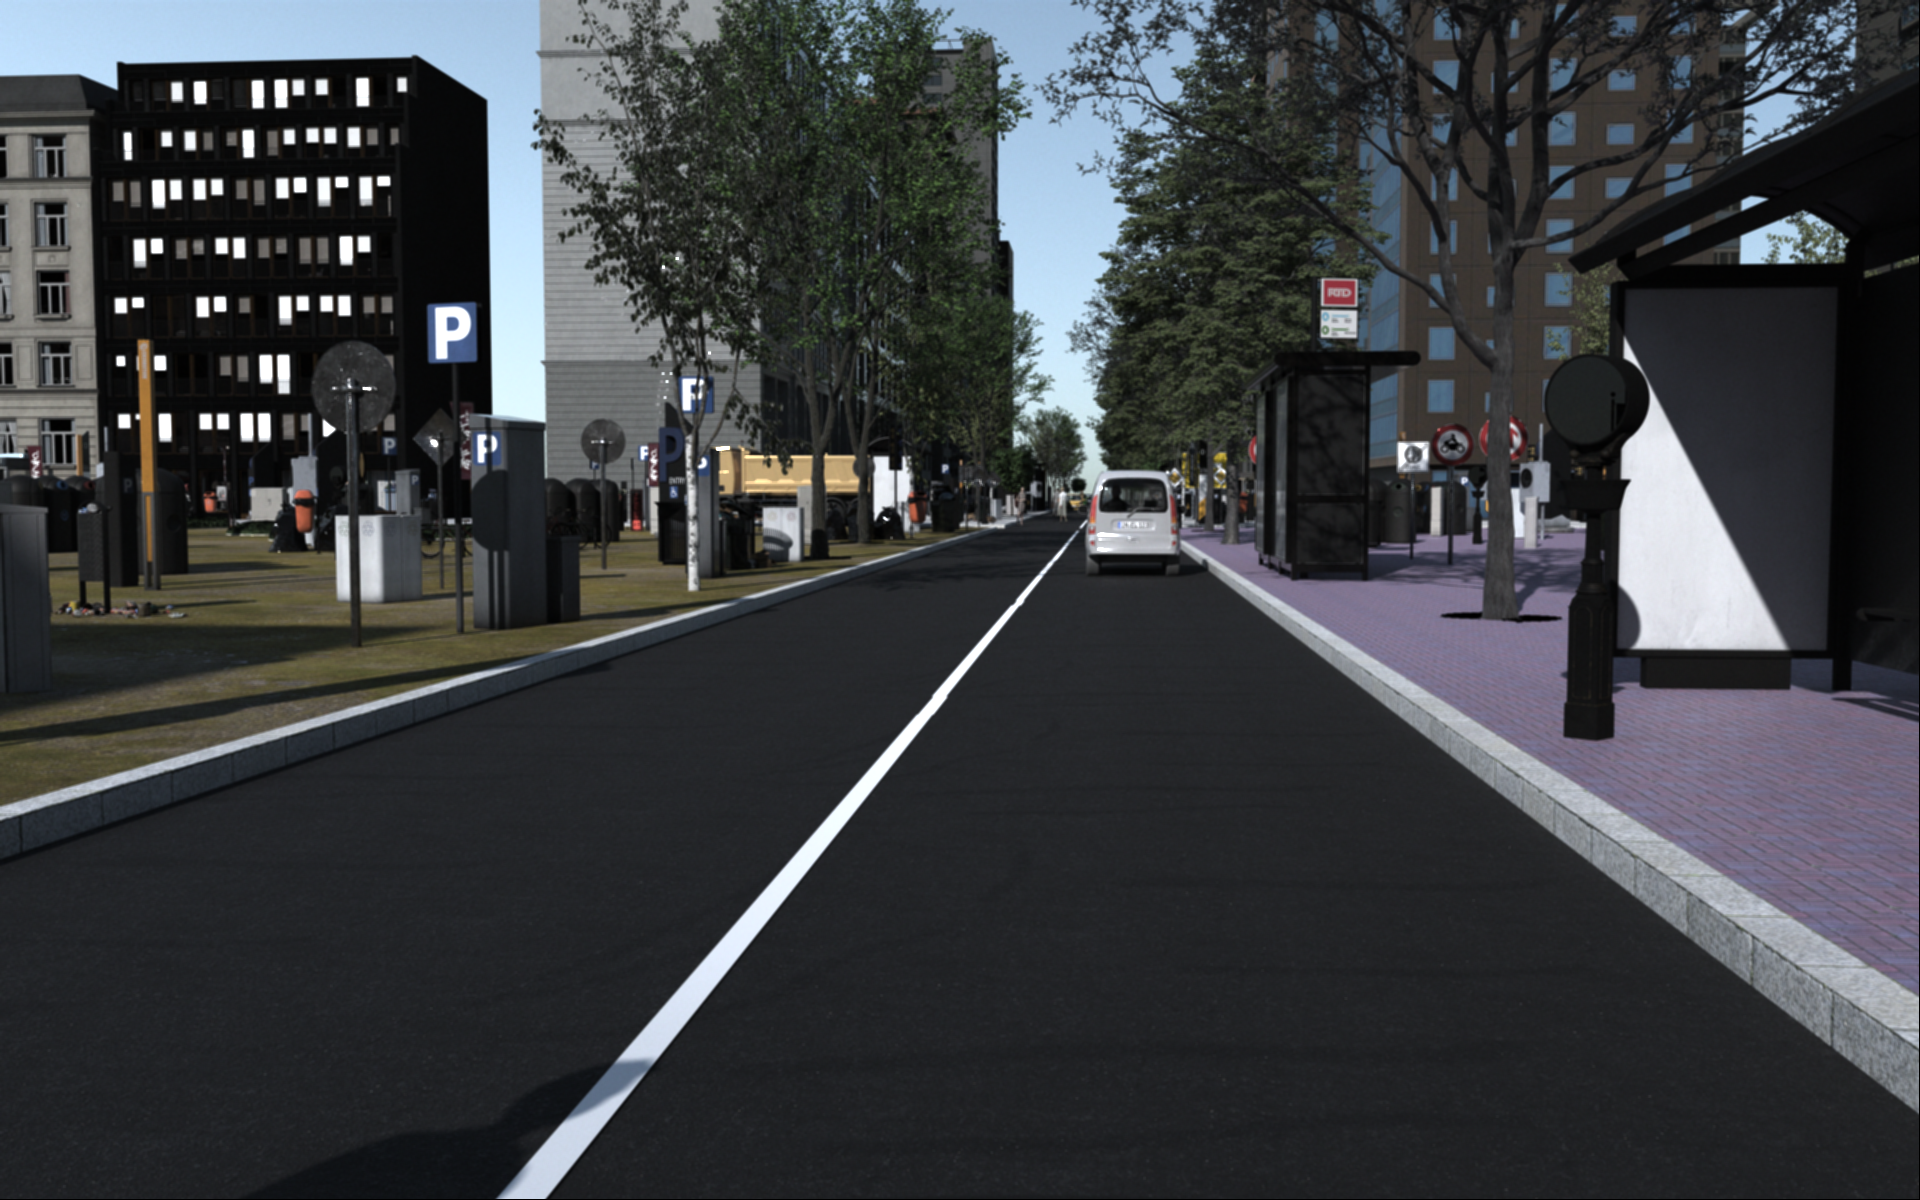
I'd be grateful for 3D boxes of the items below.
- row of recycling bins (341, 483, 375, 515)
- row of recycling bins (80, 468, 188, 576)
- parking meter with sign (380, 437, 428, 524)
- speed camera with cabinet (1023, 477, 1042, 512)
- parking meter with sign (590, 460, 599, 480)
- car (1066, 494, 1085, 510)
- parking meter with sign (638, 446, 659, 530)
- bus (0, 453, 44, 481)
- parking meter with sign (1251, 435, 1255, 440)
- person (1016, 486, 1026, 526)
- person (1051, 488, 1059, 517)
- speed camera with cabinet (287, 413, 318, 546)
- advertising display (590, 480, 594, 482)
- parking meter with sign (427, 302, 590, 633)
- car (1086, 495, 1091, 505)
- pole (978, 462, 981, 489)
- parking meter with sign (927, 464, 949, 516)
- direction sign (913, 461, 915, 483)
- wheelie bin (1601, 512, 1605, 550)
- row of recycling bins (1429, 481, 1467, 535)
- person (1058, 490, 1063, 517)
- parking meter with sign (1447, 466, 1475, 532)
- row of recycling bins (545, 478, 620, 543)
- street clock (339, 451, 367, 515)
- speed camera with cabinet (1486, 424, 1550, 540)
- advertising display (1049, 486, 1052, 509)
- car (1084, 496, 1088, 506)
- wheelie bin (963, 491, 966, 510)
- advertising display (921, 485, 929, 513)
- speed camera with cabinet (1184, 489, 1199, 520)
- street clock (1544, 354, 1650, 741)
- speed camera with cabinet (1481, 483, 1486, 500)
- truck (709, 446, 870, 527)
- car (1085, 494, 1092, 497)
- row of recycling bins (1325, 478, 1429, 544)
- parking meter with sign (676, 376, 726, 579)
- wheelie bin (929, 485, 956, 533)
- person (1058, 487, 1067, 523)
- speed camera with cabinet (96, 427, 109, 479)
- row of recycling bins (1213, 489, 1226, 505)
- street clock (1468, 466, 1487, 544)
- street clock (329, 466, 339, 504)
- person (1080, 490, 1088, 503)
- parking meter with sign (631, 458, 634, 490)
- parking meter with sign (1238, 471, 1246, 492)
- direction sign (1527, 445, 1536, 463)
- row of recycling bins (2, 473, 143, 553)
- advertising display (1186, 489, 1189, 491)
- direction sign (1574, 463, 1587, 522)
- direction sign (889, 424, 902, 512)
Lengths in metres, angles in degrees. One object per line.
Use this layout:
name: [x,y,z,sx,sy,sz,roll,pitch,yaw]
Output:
row of recycling bins: [-22.329,-3.503,64.383,1.069,1.692,3.534,-1,4,-13]
row of recycling bins: [-13.627,-1.319,28.686,1.069,1.692,3.534,-2,4,-35]
parking meter with sign: [-16.806,-3.450,52.675,1.738,3.016,0.543,2,4,33]
speed camera with cabinet: [4.971,-7.852,122.721,0.660,3.252,2.038,3,5,40]
parking meter with sign: [-18.256,-5.350,83.736,1.738,3.016,0.543,2,4,33]
car: [9.121,-7.931,139.891,2.015,1.641,3.980,0,4,3]
parking meter with sign: [-11.139,-4.082,62.995,0.543,3.016,1.738,1,4,8]
bus: [-44.909,-4.799,73.320,13.247,3.499,2.948,0,4,6]
parking meter with sign: [9.382,-3.342,50.910,0.543,3.016,1.738,-3,4,-38]
person: [2.779,-4.233,78.045,0.599,1.781,0.374,-2,4,-33]
person: [6.178,-6.243,110.689,0.709,1.813,0.853,1,4,15]
speed camera with cabinet: [-16.374,-2.980,43.066,0.660,3.252,2.038,-2,4,-25]
advertising display: [-15.986,-4.392,77.017,0.974,1.923,0.123,-3,5,-39]
parking meter with sign: [-4.316,-1.248,16.659,0.543,3.016,1.738,1,4,21]
car: [14.250,-11.305,197.423,1.945,1.354,3.894,0,4,3]
pole: [1.224,-7.059,109.265,0.158,3.312,0.155,0,3,0]
parking meter with sign: [-1.337,-6.434,101.454,0.543,3.016,1.738,-2,4,-34]
direction sign: [-3.333,-7.707,118.004,0.379,3.537,0.876,2,4,32]
wheelie bin: [14.804,-1.937,39.579,0.693,1.594,0.980,-1,4,-12]
row of recycling bins: [15.406,-2.970,55.673,1.069,1.692,3.534,0,4,-2]
person: [6.359,-6.085,108.998,0.512,1.701,0.522,3,5,41]
parking meter with sign: [17.039,-3.844,59.113,0.543,3.016,1.738,-1,4,-11]
row of recycling bins: [-10.303,-2.329,45.187,1.069,1.692,3.534,3,4,36]
street clock: [-10.116,-1.497,29.054,0.358,2.002,0.471,0,4,-6]
speed camera with cabinet: [15.953,-3.365,49.355,0.660,3.252,2.038,-1,4,-17]
advertising display: [7.555,-8.542,144.879,0.123,1.923,0.974,1,4,11]
car: [12.333,-10.429,179.313,1.959,1.807,4.718,0,4,7]
wheelie bin: [0.065,-7.923,137.441,0.693,1.594,0.980,-3,5,-41]
advertising display: [-2.378,-6.959,118.997,0.123,1.923,0.974,2,4,27]
speed camera with cabinet: [11.624,-5.706,87.637,0.660,3.252,2.038,3,5,40]
street clock: [3.314,-0.275,9.067,0.358,2.002,0.471,-3,5,-42]
speed camera with cabinet: [19.650,-4.144,62.086,2.038,3.252,0.660,-2,4,-25]
truck: [-7.381,-4.564,70.543,9.791,3.379,3.469,0,4,5]
car: [16.402,-12.895,221.061,2.015,1.641,3.980,0,4,4]
row of recycling bins: [10.587,-2.391,46.208,1.069,1.692,3.534,-3,5,-44]
parking meter with sign: [-3.910,-1.850,26.510,0.543,3.016,1.738,0,4,0]
wheelie bin: [-0.574,-3.051,57.790,0.980,1.594,0.693,3,5,41]
person: [5.162,-4.750,86.395,0.478,1.798,0.641,-1,4,-19]
speed camera with cabinet: [-25.187,-3.425,50.340,0.660,3.252,2.038,1,4,21]
row of recycling bins: [20.417,-7.889,136.101,3.534,1.692,1.069,1,4,13]
street clock: [13.270,-2.434,44.373,0.471,2.002,0.358,2,4,34]
street clock: [-16.101,-2.471,44.971,0.471,2.002,0.358,2,4,23]
person: [11.572,-9.547,164.693,1.348,1.812,0.705,2,4,33]
parking meter with sign: [-15.115,-5.396,84.480,1.738,3.016,0.543,0,4,-5]
parking meter with sign: [21.743,-8.217,130.602,1.738,3.016,0.543,2,4,26]
direction sign: [26.446,-5.345,79.389,0.876,3.537,0.379,1,4,19]
row of recycling bins: [-19.944,-1.925,38.583,1.069,1.692,3.534,1,4,12]
advertising display: [19.149,-8.569,145.317,0.123,1.923,0.974,-3,5,-39]
direction sign: [28.201,-5.274,78.223,0.876,3.537,0.379,1,4,16]
direction sign: [-2.105,-3.958,56.715,0.379,3.537,0.876,2,4,25]
